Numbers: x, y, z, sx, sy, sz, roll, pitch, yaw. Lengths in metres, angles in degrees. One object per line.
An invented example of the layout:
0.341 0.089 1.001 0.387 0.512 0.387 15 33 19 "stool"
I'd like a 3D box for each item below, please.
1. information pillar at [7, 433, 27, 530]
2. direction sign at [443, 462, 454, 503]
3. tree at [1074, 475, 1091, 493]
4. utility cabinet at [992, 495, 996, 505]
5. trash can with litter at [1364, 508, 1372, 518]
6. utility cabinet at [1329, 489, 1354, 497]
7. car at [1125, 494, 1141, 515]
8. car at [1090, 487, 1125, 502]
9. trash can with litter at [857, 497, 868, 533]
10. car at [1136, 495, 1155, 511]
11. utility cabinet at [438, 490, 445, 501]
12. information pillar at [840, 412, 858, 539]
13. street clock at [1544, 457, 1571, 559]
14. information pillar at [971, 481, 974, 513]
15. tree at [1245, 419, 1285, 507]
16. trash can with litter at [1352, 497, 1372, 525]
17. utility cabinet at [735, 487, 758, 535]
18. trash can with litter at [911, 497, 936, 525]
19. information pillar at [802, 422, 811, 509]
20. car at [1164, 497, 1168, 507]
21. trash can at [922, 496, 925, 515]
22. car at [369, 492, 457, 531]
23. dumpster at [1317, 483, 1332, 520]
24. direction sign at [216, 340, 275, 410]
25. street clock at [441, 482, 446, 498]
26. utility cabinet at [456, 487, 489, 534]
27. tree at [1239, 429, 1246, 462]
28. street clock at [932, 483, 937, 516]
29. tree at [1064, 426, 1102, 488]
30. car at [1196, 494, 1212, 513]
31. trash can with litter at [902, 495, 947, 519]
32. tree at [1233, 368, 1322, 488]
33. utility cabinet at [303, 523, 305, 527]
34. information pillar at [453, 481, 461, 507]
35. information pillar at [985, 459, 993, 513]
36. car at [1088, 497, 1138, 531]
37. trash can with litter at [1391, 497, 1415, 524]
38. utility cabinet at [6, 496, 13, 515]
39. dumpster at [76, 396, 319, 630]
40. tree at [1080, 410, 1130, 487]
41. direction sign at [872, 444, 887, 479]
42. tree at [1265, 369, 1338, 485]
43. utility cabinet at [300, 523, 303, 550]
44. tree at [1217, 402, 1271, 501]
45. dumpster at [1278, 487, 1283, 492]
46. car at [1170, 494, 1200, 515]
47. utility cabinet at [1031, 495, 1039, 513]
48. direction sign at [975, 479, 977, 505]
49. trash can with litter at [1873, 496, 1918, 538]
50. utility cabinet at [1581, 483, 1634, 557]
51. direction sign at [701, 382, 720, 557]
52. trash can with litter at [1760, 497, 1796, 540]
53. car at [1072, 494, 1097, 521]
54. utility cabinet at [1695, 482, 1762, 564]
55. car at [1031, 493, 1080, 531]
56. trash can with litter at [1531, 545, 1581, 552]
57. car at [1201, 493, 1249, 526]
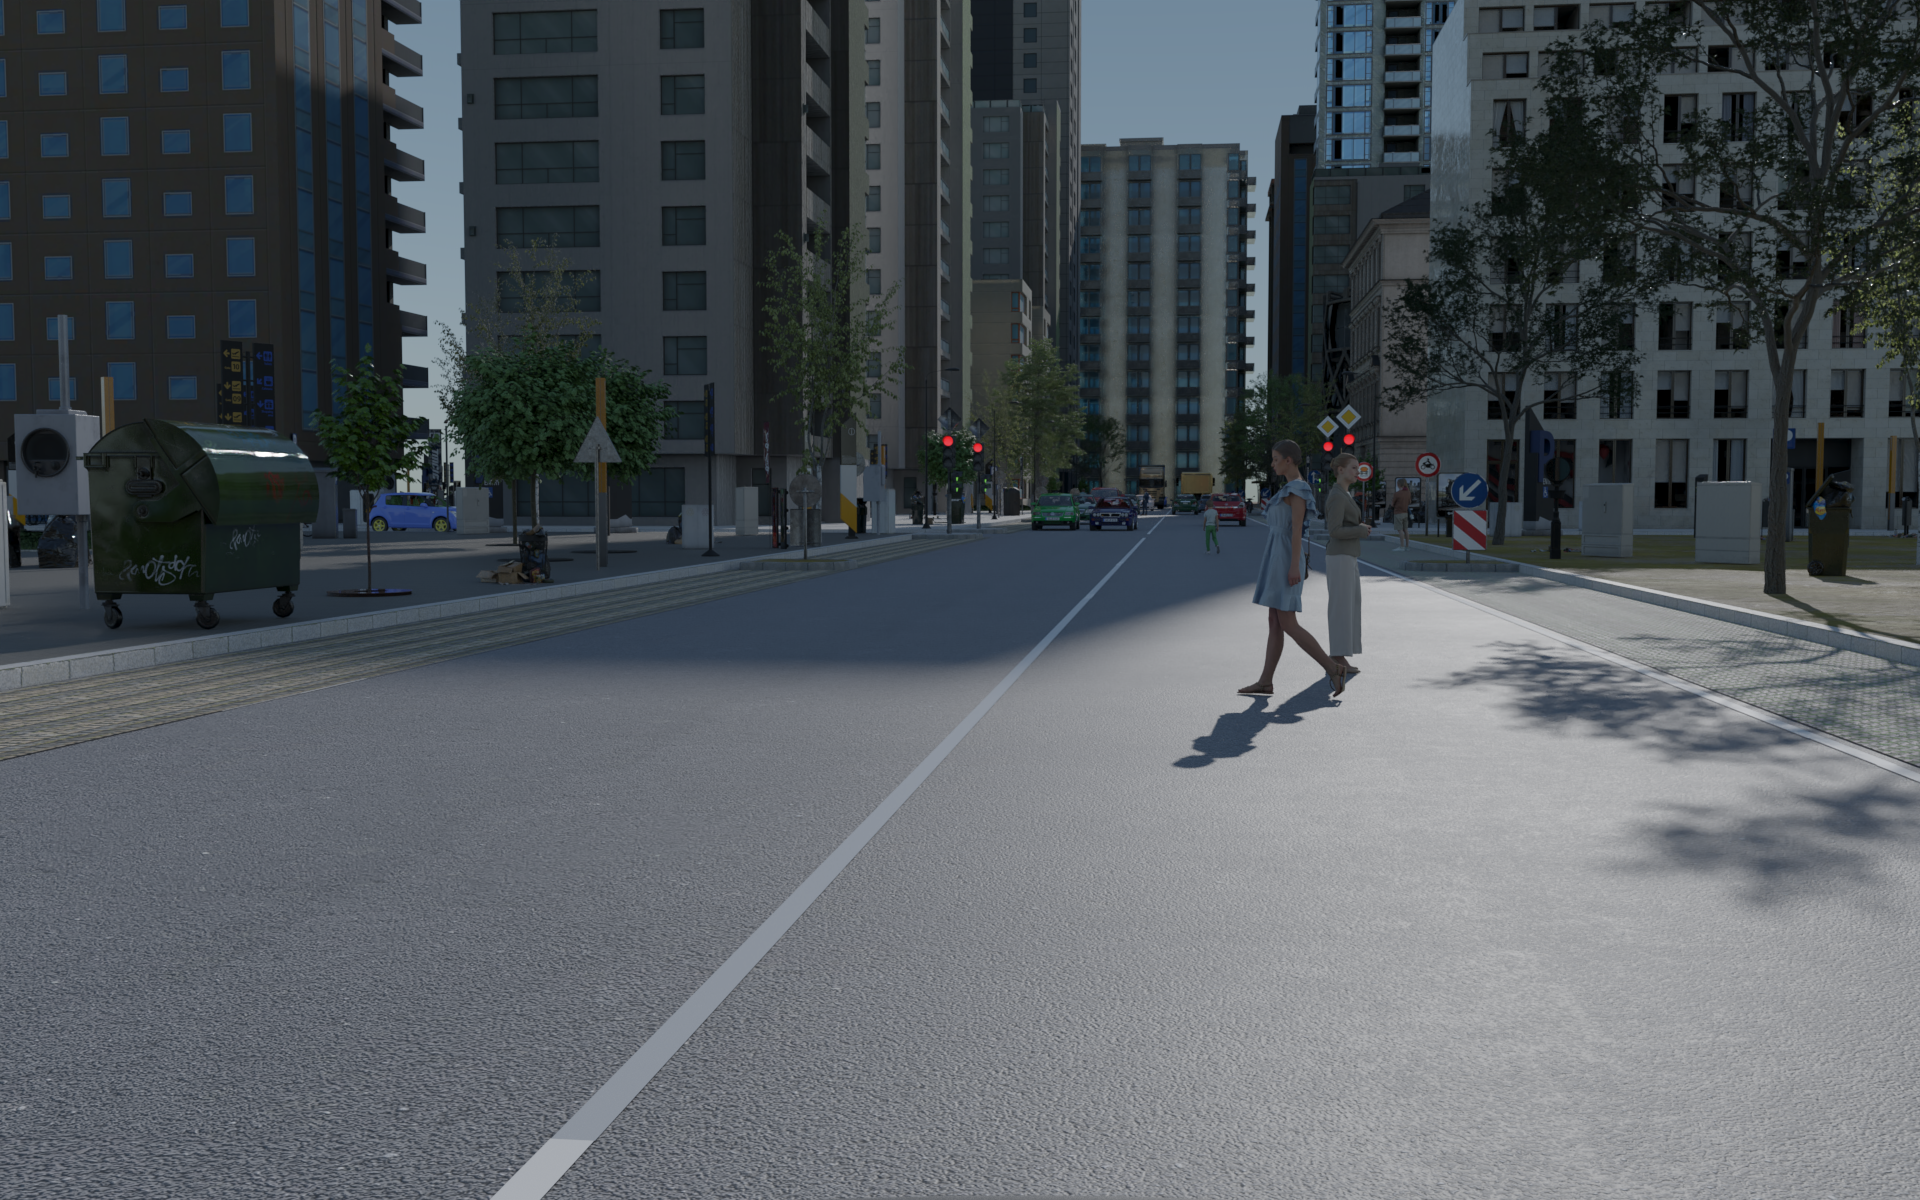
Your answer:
-32.880 -4.221 60.375 0.504 3.616 0.183 -2 4 -24 "information pillar"
-36.250 -8.004 122.855 0.876 3.537 0.379 1 4 23 "direction sign"
12.063 -10.858 172.130 1.663 3.219 1.824 0 3 0 "tree"
2.427 -7.640 136.080 0.306 1.237 1.020 3 4 39 "utility cabinet"
21.445 -4.999 92.787 1.678 1.210 2.233 -3 5 -39 "trash can with litter"
17.994 -4.469 81.745 1.173 1.500 0.318 3 5 41 "utility cabinet"
11.722 -6.735 121.913 2.131 1.459 4.920 0 4 8 "car"
8.063 -5.365 96.395 2.281 1.827 5.304 0 4 8 "car"
-3.420 -2.775 56.752 0.624 1.170 1.055 -1 4 -22 "trash can with litter"
15.715 -8.332 148.593 2.083 1.381 4.827 0 4 7 "car"
-25.249 -4.625 84.290 0.318 1.500 1.173 -1 4 -17 "utility cabinet"
-3.183 -3.562 49.600 0.504 3.616 0.183 -2 4 -25 "information pillar"
11.772 -1.811 34.188 0.471 2.002 0.358 1 4 10 "street clock"
0.810 -7.553 114.845 0.183 3.616 0.504 1 4 10 "information pillar"
28.459 -12.725 158.415 4.360 8.622 3.978 0 3 0 "tree"
16.530 -3.648 71.030 1.055 1.170 0.624 2 4 31 "trash can with litter"
-6.633 -2.761 53.821 0.318 1.500 1.173 1 4 14 "utility cabinet"
-1.526 -3.734 72.444 1.055 1.170 0.624 0 4 4 "trash can with litter"
-4.931 -3.937 55.723 0.183 3.616 0.504 1 4 21 "information pillar"
22.410 -11.339 194.980 1.945 1.707 3.694 1 4 9 "car"
-2.369 -5.658 104.166 0.748 1.137 0.748 0 3 0 "trash can"
-19.615 -3.279 63.196 3.694 1.707 1.945 1 4 8 "car"
18.649 -4.978 87.145 1.264 1.857 1.865 0 4 7 "dumpster"
-10.596 -2.071 25.855 0.379 3.537 0.876 2 4 33 "direction sign"
-30.368 -5.954 101.921 0.358 2.002 0.471 -1 4 -22 "street clock"
-15.545 -2.851 55.286 0.318 1.500 1.173 2 4 27 "utility cabinet"
30.396 -13.819 176.302 4.360 8.622 3.978 0 3 0 "tree"
-1.502 -6.034 103.230 0.358 2.002 0.471 0 4 -2 "street clock"
13.065 -14.398 185.765 4.360 8.622 3.978 0 3 0 "tree"
19.106 -7.384 132.729 2.014 1.417 4.499 0 4 7 "car"
-1.808 -4.838 90.151 2.233 1.210 1.678 1 4 11 "trash can with litter"
26.293 -13.220 141.902 9.928 11.665 9.643 0 3 0 "tree"
-25.717 -3.435 67.323 0.306 1.237 1.020 -2 4 -29 "utility cabinet"
-27.335 -5.486 94.193 0.304 2.012 0.304 3 4 37 "information pillar"
1.932 -7.574 115.184 0.504 3.616 0.183 1 4 16 "information pillar"
6.111 -3.434 68.721 1.945 1.354 3.894 1 4 9 "car"
18.715 -3.772 73.054 1.055 1.170 0.624 3 5 43 "trash can with litter"
-32.284 -2.901 58.598 0.306 1.237 1.020 -3 4 -38 "utility cabinet"
-7.517 -0.897 17.156 1.502 2.255 1.985 0 4 7 "dumpster"
17.530 -17.727 215.585 9.928 11.665 9.643 0 3 0 "tree"
-3.773 -5.535 82.495 0.379 3.537 0.876 1 4 9 "direction sign"
20.457 -9.300 102.414 4.737 8.622 4.395 0 3 0 "tree"
-15.497 -1.862 39.127 1.173 1.500 0.318 -3 5 -43 "utility cabinet"
35.424 -18.036 213.011 7.486 12.596 7.792 0 3 0 "tree"
23.546 -7.278 124.756 1.264 1.857 1.865 0 4 7 "dumpster"
15.700 -6.669 120.838 2.131 1.459 4.920 0 4 7 "car"
4.955 -6.315 114.411 0.306 1.237 1.020 -1 4 -14 "utility cabinet"
1.283 -8.937 138.114 0.379 3.537 0.876 0 4 6 "direction sign"
27.976 -2.474 51.503 1.678 1.210 2.233 3 4 36 "trash can with litter"
13.135 -1.620 35.168 0.318 1.500 1.173 -1 4 -20 "utility cabinet"
-5.144 -2.668 35.616 0.379 3.537 0.876 -1 4 -20 "direction sign"
22.460 -2.311 48.849 2.233 1.210 1.678 1 4 18 "trash can with litter"
5.747 -4.354 82.994 2.131 1.459 4.920 0 4 7 "car"
14.109 -1.414 31.802 0.318 1.500 1.173 -2 4 -27 "utility cabinet"
3.855 -3.709 69.438 1.959 1.807 4.718 0 4 7 "car"
13.789 -1.674 38.426 2.233 1.210 1.678 1 4 9 "trash can with litter"
11.959 -4.223 78.094 2.155 1.783 4.494 0 4 7 "car"
